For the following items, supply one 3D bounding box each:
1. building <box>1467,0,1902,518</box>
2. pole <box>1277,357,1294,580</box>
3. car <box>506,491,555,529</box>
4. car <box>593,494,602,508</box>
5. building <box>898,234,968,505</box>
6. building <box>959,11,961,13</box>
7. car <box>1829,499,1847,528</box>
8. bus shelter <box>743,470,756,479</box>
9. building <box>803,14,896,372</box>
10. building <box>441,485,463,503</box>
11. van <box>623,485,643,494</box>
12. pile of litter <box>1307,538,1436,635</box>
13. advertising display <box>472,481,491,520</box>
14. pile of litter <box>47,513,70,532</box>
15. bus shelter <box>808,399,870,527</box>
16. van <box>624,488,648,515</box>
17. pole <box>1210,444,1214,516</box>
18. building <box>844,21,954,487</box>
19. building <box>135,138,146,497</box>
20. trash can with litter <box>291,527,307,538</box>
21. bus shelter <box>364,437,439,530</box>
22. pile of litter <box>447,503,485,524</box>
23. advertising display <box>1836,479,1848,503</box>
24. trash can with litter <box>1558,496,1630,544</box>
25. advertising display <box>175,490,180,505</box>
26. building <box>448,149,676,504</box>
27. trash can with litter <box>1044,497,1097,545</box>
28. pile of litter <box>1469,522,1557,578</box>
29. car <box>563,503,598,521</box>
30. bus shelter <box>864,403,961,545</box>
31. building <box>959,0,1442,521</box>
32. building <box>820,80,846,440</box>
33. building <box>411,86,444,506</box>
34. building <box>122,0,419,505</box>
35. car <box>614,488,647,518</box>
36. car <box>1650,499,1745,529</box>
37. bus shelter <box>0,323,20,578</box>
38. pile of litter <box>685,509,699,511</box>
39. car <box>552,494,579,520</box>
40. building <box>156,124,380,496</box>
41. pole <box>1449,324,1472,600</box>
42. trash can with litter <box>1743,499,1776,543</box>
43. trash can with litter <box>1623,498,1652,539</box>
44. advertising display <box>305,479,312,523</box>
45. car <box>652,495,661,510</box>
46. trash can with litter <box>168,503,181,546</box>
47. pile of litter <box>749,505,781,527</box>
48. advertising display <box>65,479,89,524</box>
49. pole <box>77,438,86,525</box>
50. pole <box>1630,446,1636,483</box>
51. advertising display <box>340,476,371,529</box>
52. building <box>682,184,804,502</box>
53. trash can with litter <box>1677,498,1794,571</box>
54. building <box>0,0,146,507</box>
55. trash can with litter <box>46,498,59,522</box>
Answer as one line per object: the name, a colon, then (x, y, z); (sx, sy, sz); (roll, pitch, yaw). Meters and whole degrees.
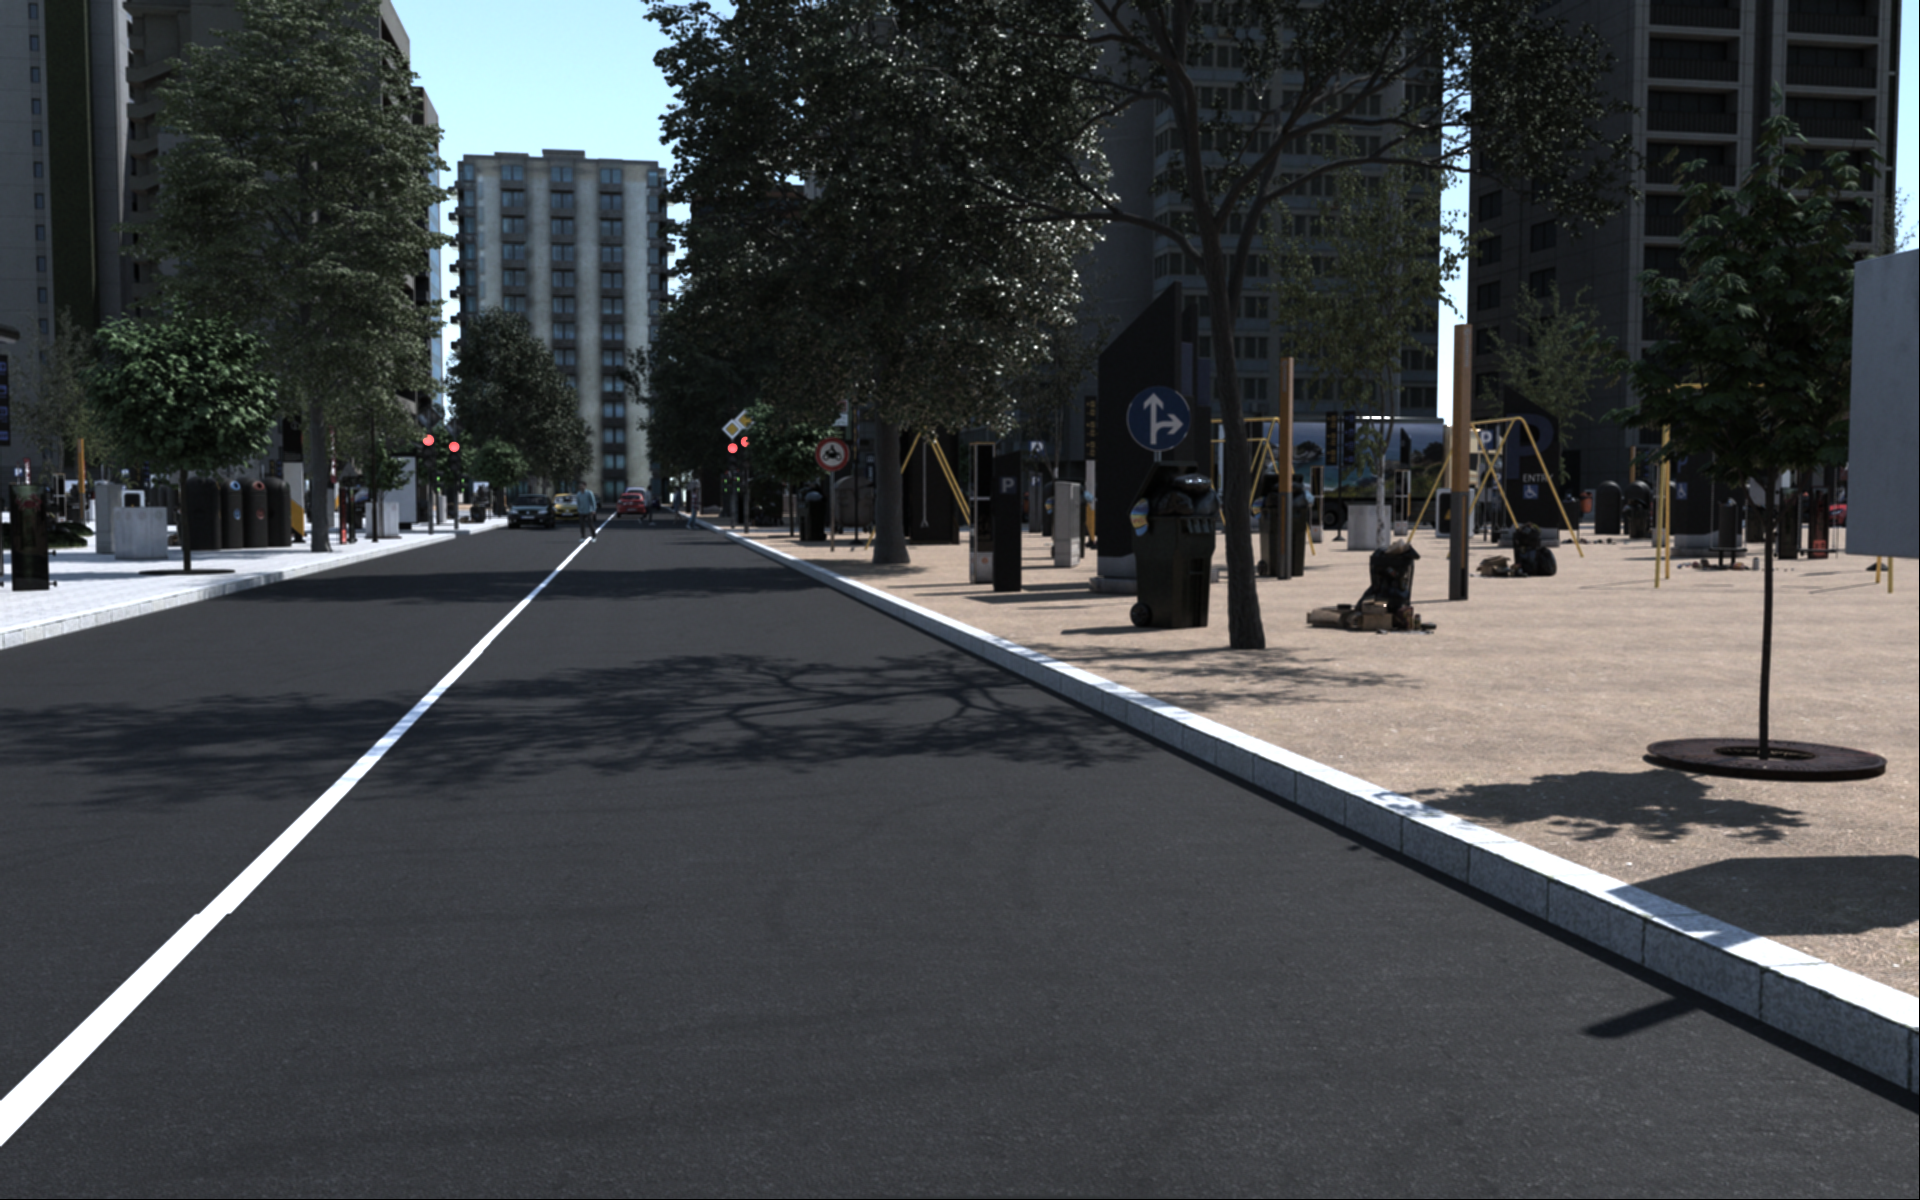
building: (43.534, -40.389, 98.605); (20.611, 71.187, 20.563); (-1, 4, -11)
pole: (4.872, -1.961, 25.913); (0.158, 3.312, 0.155); (0, 3, 0)
car: (-17.968, -3.847, 72.683); (2.009, 1.686, 4.222); (-1, 4, -9)
car: (-39.035, -10.517, 183.755); (2.131, 1.459, 4.920); (-1, 4, -10)
building: (9.677, -17.419, 129.847); (27.650, 21.520, 28.899); (-1, 4, -11)
building: (4.055, -57.457, 252.094); (31.000, 86.520, 22.319); (-1, 4, -11)
car: (35.839, -3.628, 68.364); (4.494, 1.783, 2.155); (-1, 4, -9)
bus shelter: (-13.774, -8.547, 117.376); (2.179, 5.291, 8.768); (-1, 4, -11)
building: (-2.472, -36.781, 190.600); (28.713, 52.752, 27.495); (-1, 4, -11)
building: (-84.676, -39.747, 239.107); (27.495, 52.752, 28.713); (-1, 4, -11)
van: (-29.760, -9.433, 158.608); (2.240, 2.365, 5.245); (-1, 4, -10)
pile of litter: (3.941, -0.164, 16.644); (1.176, 0.858, 1.719); (0, 4, 3)
advertising display: (-23.907, -4.978, 86.596); (0.974, 1.923, 0.123); (1, 4, 17)
pile of litter: (-23.316, -1.840, 44.041); (1.719, 0.858, 1.176); (-2, 4, -25)
bus shelter: (-5.306, -5.697, 70.777); (2.179, 5.291, 8.768); (-1, 4, -11)
van: (-22.496, -6.934, 120.378); (2.013, 2.044, 4.112); (-1, 4, -10)
pole: (10.184, -4.666, 70.139); (0.158, 3.312, 0.155); (0, 3, 0)
building: (-3.500, -28.816, 154.731); (14.154, 41.232, 14.086); (-1, 4, -11)
building: (-77.647, -30.575, 183.488); (14.086, 41.232, 14.154); (-1, 4, -11)
trash can with litter: (-20.160, -2.495, 51.846); (1.678, 1.210, 2.233); (-1, 4, -14)
bus shelter: (-20.729, -4.321, 64.568); (2.014, 3.302, 5.546); (-1, 4, -11)
pile of litter: (-21.558, -3.800, 76.097); (1.176, 0.858, 1.719); (2, 4, 23)
advertising display: (37.076, -4.135, 72.821); (0.123, 1.923, 0.974); (0, 4, 6)
trash can with litter: (16.155, -2.071, 44.911); (2.233, 1.210, 1.678); (2, 4, 33)
advertising display: (-24.196, -2.989, 54.078); (0.123, 1.923, 0.974); (0, 4, 3)
building: (-55.344, -38.147, 243.313); (30.456, 49.044, 23.786); (-1, 4, -11)
trash can with litter: (3.128, -1.991, 43.617); (2.233, 1.210, 1.678); (-1, 4, -13)
pile of litter: (8.654, -0.809, 27.187); (1.719, 0.858, 1.176); (-2, 4, -24)
car: (-20.372, -4.904, 92.758); (1.945, 1.354, 3.894); (-1, 4, -12)
bus shelter: (-1.331, -3.390, 46.717); (1.731, 3.624, 6.357); (-1, 4, -11)
building: (13.225, -24.764, 96.775); (23.993, 40.220, 32.217); (-1, 4, -11)
building: (-5.915, -31.737, 169.010); (14.600, 45.320, 14.200); (-1, 4, -11)
building: (-63.761, -32.779, 186.040); (14.200, 45.320, 14.600); (-1, 4, -11)
building: (-61.548, -32.555, 155.982); (21.300, 48.544, 21.600); (-1, 4, -11)
car: (-19.962, -5.887, 105.284); (2.155, 1.783, 4.494); (-1, 4, -11)
car: (28.697, -3.548, 67.045); (4.494, 1.783, 2.155); (-1, 4, -12)
bus shelter: (-11.967, -2.414, 17.102); (2.179, 5.291, 8.768); (-1, 4, -11)
pile of litter: (-20.438, -7.265, 132.753); (1.176, 0.858, 1.719); (-1, 4, -20)
car: (-19.488, -4.635, 86.006); (2.015, 1.641, 3.980); (-1, 4, -12)
building: (-55.023, -22.483, 139.294); (14.160, 30.474, 14.107); (-1, 4, -11)
pole: (6.039, -1.654, 20.890); (0.158, 3.312, 0.155); (0, 3, 0)
trash can with litter: (21.138, -2.091, 45.567); (1.055, 1.170, 0.624); (0, 4, 3)
trash can with litter: (19.583, -2.338, 49.615); (1.055, 1.170, 0.624); (-1, 4, -21)
advertising display: (-28.871, -4.376, 76.766); (0.123, 1.923, 0.974); (-2, 4, -32)
car: (-27.377, -8.599, 153.166); (1.945, 1.354, 3.894); (-1, 4, -11)
trash can with litter: (-19.197, -1.909, 42.600); (1.055, 1.170, 0.624); (2, 4, 33)
pile of litter: (-7.871, -3.341, 68.596); (1.719, 0.858, 1.176); (2, 4, 35)
advertising display: (-38.105, -4.250, 74.705); (0.974, 1.923, 0.123); (-1, 4, -15)
pole: (-32.213, -4.261, 63.515); (0.158, 3.312, 0.155); (0, 3, 0)
pole: (28.535, -4.873, 73.512); (0.158, 3.312, 0.155); (0, 3, 0)
advertising display: (-22.073, -3.556, 63.358); (0.974, 1.923, 0.123); (0, 4, -3)
building: (-25.545, -36.253, 247.363); (28.867, 44.769, 22.147); (-1, 4, -11)
trash can with litter: (13.206, -1.154, 29.922); (1.678, 1.210, 2.233); (0, 4, 1)
building: (-97.889, -38.754, 175.629); (28.212, 58.520, 21.231); (-1, 4, -11)
trash can with litter: (-32.251, -3.083, 61.789); (0.624, 1.170, 1.055); (3, 4, 39)
